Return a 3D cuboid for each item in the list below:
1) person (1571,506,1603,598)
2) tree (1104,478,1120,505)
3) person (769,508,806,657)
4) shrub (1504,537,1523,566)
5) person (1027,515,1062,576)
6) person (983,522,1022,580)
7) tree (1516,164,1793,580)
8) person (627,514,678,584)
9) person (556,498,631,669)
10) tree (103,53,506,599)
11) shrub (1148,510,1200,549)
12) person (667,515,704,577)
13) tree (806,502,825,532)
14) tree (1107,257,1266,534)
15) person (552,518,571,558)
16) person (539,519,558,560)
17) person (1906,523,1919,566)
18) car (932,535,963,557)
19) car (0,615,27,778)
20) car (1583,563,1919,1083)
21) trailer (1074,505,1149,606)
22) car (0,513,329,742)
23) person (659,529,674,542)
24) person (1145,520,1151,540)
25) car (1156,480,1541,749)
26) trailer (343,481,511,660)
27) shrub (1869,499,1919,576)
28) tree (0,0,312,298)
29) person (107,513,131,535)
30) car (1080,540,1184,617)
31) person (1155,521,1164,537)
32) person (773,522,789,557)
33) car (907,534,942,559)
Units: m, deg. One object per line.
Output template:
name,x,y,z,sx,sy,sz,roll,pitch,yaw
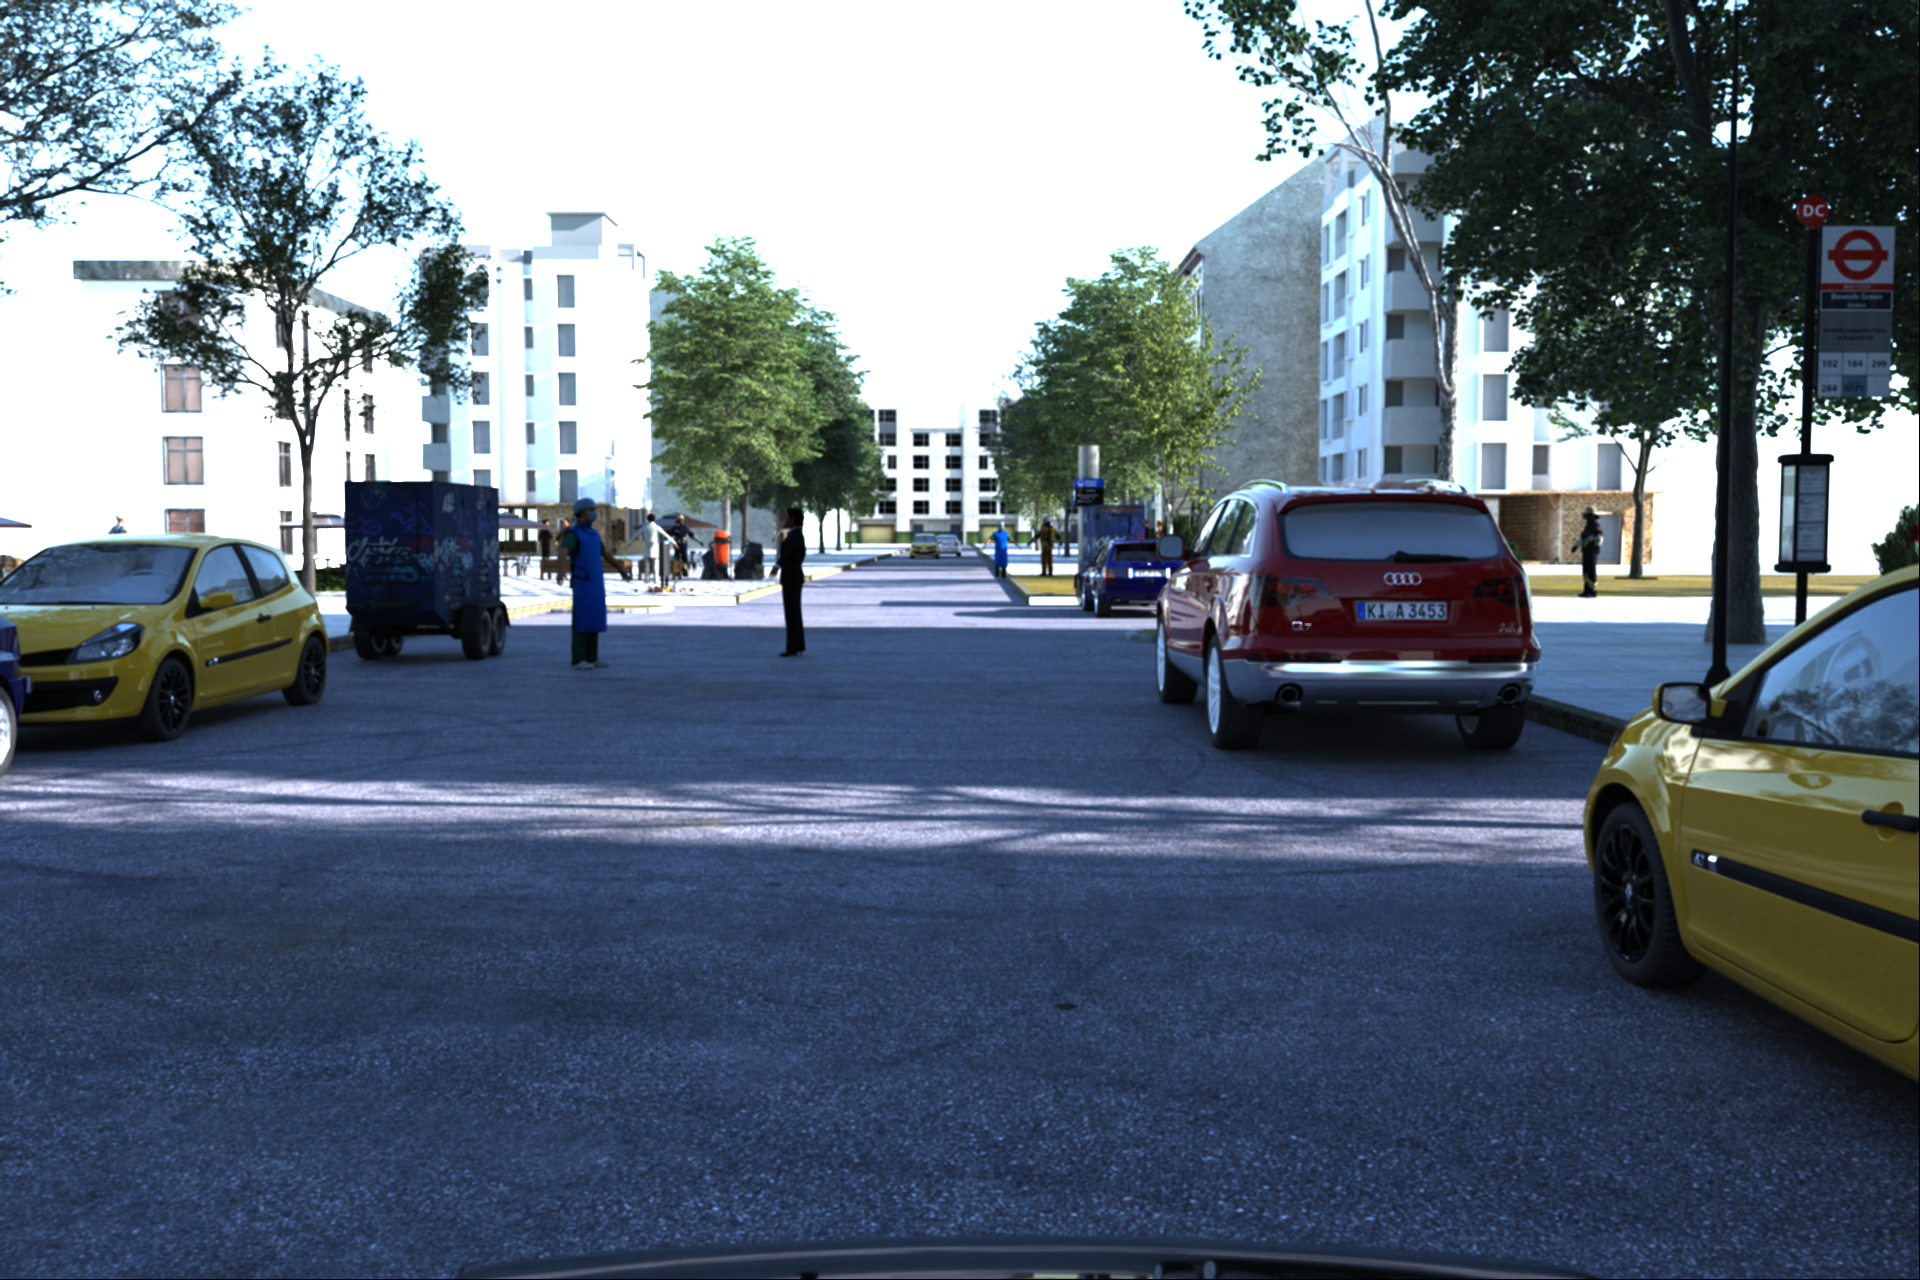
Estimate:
person,12.724,-1.785,35.057,0.704,1.845,1.351,0,4,0
tree,21.113,-17.875,226.675,7.601,10.594,8.767,0,4,-3
person,-2.039,-0.685,20.376,0.721,1.740,1.216,0,4,8
shrub,14.598,-2.154,46.337,1.383,1.207,1.383,0,3,0
person,2.634,-2.875,52.772,1.354,1.858,0.705,-3,4,-36
person,1.298,-2.805,54.438,1.347,1.817,0.704,-1,4,-23
tree,19.364,-7.534,48.943,9.928,11.665,9.643,0,3,0
person,-7.960,-2.358,44.743,1.347,1.806,0.705,0,4,3
person,-3.963,-0.606,18.490,0.704,1.817,1.347,1,4,20
tree,-12.240,-6.025,32.927,8.767,10.594,7.601,1,4,22
shrub,6.289,-2.826,50.632,1.690,2.028,1.600,0,3,0
person,-8.361,-2.819,51.868,1.354,1.856,0.705,-1,4,-22
tree,-18.535,-17.110,230.103,4.737,8.622,4.395,0,3,0
tree,5.705,-5.850,46.005,4.737,8.622,4.395,0,3,0
person,-13.182,-3.167,57.924,1.346,1.812,0.704,3,5,43
person,-15.007,-3.482,62.867,0.705,1.837,1.347,-3,5,-40
person,14.042,-0.986,25.335,0.599,1.438,0.989,2,4,25
car,-0.867,-6.041,111.137,2.083,1.381,4.827,0,4,-1
car,-6.377,0.246,8.562,1.945,1.354,3.894,0,3,0
car,2.976,0.359,4.352,2.015,1.641,3.980,0,4,-1
trailer,3.074,-1.747,35.607,1.471,1.999,3.904,0,4,-1
car,-6.278,-0.181,13.185,2.015,1.641,3.980,0,4,0
person,-11.439,-3.713,66.854,1.345,1.843,0.704,-1,4,-9
person,6.900,-3.564,64.494,0.704,1.802,1.346,0,4,-6
car,2.698,-0.269,13.078,2.281,1.827,5.304,0,4,0
trailer,-6.126,-0.752,19.340,1.471,1.999,3.904,0,3,0
shrub,20.222,-1.972,36.660,1.690,2.028,1.600,0,3,0
tree,-12.787,-6.649,19.084,12.009,13.543,11.850,0,3,0
person,-22.878,-2.533,47.274,1.347,1.847,0.705,1,4,16
car,3.166,-1.135,31.139,1.945,1.354,3.894,0,4,-1
person,6.609,-3.143,58.189,0.721,1.733,1.217,1,4,19
person,-7.445,-4.124,73.553,1.348,1.813,0.705,-3,5,-43
car,-2.066,-5.606,101.881,2.015,1.641,3.980,0,4,0
